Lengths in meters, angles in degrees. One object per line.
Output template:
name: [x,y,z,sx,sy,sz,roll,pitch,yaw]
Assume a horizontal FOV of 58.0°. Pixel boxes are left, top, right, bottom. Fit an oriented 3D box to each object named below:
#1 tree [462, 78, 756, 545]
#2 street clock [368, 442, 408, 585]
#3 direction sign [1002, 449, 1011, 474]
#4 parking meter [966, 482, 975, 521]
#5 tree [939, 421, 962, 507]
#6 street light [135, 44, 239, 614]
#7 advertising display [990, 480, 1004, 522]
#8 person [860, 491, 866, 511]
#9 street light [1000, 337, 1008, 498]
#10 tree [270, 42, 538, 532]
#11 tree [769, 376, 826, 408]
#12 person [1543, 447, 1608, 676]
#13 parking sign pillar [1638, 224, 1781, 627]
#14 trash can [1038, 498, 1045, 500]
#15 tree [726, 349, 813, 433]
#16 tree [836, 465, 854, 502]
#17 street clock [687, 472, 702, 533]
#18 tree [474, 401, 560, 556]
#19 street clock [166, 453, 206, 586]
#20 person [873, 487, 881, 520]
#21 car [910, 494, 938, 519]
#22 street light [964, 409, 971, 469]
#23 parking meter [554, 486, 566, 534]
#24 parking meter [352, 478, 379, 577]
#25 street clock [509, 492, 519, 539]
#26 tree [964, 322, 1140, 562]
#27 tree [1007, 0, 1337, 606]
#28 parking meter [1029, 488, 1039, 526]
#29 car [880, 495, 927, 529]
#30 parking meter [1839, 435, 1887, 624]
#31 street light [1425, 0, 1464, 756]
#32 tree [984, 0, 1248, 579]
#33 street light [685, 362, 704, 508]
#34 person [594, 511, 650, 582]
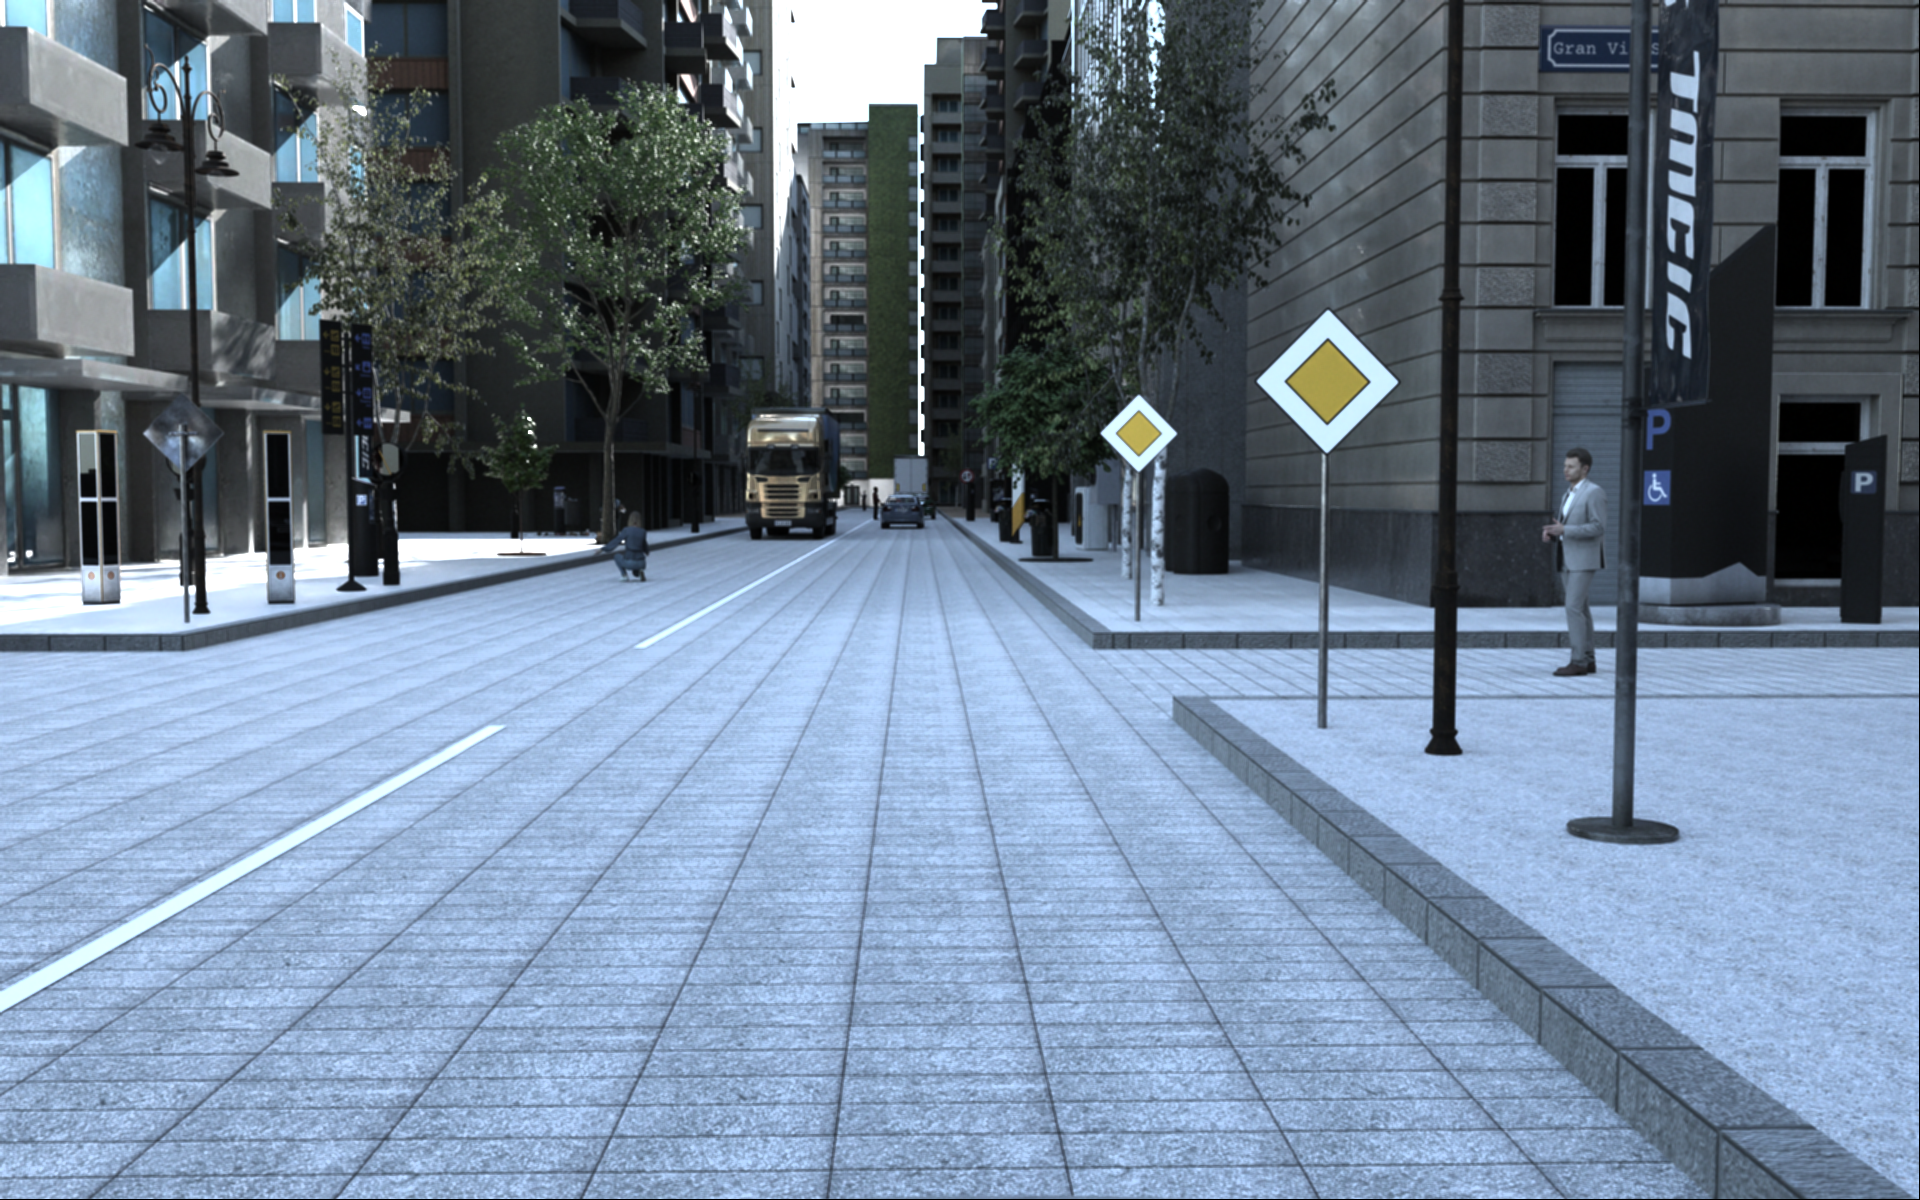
tree: [-8.752,-7.204,43.540,9.928,11.665,9.643,0,3,0]
street clock: [-8.025,-1.213,24.395,0.471,2.002,0.358,0,4,-4]
direction sign: [2.085,-4.690,68.683,0.876,3.537,0.379,2,4,25]
parking meter: [0.516,-4.708,82.690,0.255,1.863,0.399,3,5,40]
tree: [-0.322,-13.390,169.292,4.737,8.622,4.395,0,3,0]
street light: [-8.150,-2.791,18.427,0.468,5.910,1.993,0,4,-1]
advertising display: [1.718,-4.495,78.701,0.123,1.923,0.974,3,5,40]
person: [-8.439,-8.618,150.214,0.742,1.727,0.445,1,4,23]
street light: [1.345,-4.795,51.183,0.468,5.910,1.993,0,4,-1]
tree: [-9.393,-4.791,28.697,4.360,8.622,3.978,0,3,0]
tree: [-10.332,-9.705,109.033,4.360,8.622,3.978,0,3,0]
person: [4.841,-0.311,13.788,0.583,1.804,0.606,-1,4,-11]
parking sign pillar: [7.472,-1.765,17.327,1.447,3.967,1.447,-2,4,-24]
trash can: [3.140,-3.622,70.878,0.748,1.137,0.748,0,3,0]
tree: [-9.987,-8.465,88.759,4.737,8.622,4.395,0,3,0]
tree: [-12.064,-11.363,169.502,4.285,4.588,4.351,0,3,0]
street clock: [-8.783,-3.231,57.402,0.471,2.002,0.358,2,4,32]
tree: [-9.074,-2.539,36.108,1.663,3.219,1.824,0,3,0]
street clock: [-10.801,-1.202,24.224,0.471,2.002,0.358,0,4,6]
person: [-4.651,-5.375,96.342,0.705,1.831,1.348,-1,4,-15]
car: [-2.306,-5.364,99.503,2.131,1.459,4.920,0,4,-1]
street light: [0.427,-7.293,92.022,0.468,5.910,1.993,0,4,-1]
parking meter: [-12.830,-2.881,55.518,0.372,1.533,0.369,0,3,0]
parking meter: [-9.293,-1.140,27.055,0.372,1.533,0.369,0,3,0]
street clock: [-12.852,-2.775,49.933,0.358,2.002,0.471,-2,4,-28]
tree: [1.803,-3.032,33.294,4.285,4.588,4.351,0,3,0]
tree: [2.307,-4.257,19.967,4.360,8.622,3.978,0,3,0]
parking meter: [2.987,-3.766,69.981,0.372,1.533,0.369,0,3,0]
car: [-2.410,-3.744,73.221,2.014,1.417,4.499,0,4,0]
parking meter: [8.956,-0.703,17.210,0.399,1.863,0.255,2,4,31]
street light: [2.396,-2.178,8.405,0.468,5.910,1.993,0,4,-1]
tree: [2.490,-4.641,26.245,4.737,8.622,4.395,0,3,0]
street light: [-9.059,-5.288,59.254,0.468,5.910,1.993,0,4,-1]
person: [-5.491,-0.883,28.428,1.012,1.151,0.738,-2,4,-26]
